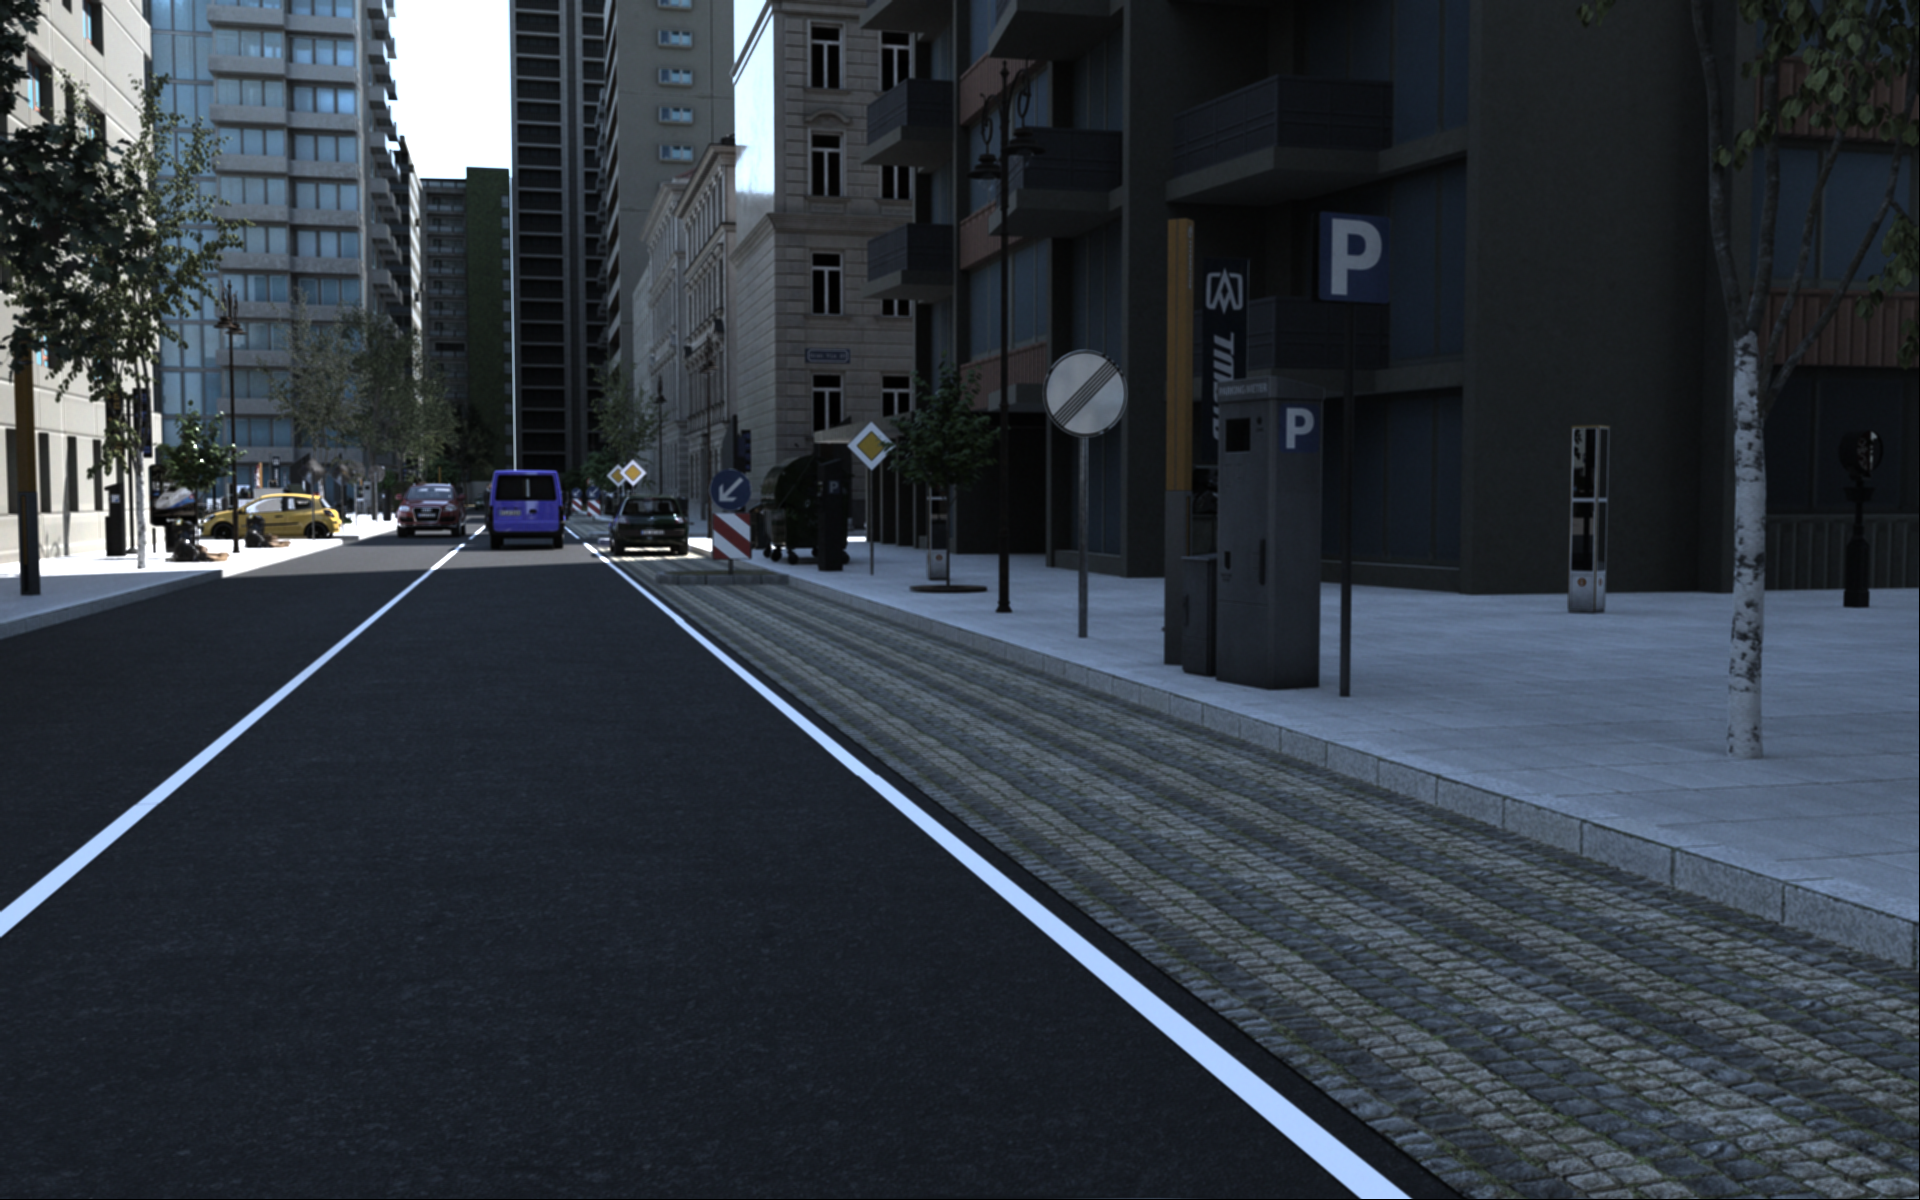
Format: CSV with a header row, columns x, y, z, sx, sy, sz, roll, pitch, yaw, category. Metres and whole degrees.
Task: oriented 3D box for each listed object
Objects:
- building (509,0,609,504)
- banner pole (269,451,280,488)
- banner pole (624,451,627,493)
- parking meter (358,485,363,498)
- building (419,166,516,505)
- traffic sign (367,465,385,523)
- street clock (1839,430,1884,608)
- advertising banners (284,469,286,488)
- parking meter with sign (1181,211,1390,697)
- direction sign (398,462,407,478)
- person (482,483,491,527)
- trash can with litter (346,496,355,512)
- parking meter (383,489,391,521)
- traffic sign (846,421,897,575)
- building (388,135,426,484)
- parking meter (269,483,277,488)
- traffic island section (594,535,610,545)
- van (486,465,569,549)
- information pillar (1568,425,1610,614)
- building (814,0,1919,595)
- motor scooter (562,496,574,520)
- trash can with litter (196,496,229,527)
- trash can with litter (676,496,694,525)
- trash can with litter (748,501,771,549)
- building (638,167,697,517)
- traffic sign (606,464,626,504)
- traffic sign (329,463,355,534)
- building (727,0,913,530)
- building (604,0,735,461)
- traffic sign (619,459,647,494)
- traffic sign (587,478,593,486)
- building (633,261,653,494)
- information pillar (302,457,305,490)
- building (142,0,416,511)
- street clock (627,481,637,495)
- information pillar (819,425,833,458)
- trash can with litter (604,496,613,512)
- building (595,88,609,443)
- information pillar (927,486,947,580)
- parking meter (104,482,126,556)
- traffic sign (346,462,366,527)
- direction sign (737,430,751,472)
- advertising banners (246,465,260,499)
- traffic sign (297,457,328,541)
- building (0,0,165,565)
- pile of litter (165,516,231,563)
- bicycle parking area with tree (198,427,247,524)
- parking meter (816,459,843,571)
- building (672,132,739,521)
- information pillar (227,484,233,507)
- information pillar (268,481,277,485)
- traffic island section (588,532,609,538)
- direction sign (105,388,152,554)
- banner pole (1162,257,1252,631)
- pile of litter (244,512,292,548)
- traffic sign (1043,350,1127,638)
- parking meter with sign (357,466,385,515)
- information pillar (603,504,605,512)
x,y,z,sx,sy,sz,roll,pitch,yaw,category
-47.201,-48.048,223.833,20.611,71.187,20.563,-1,4,-14,building
-40.272,-6.831,101.701,0.401,3.779,0.863,3,4,37,banner pole
-19.485,-6.785,100.944,0.401,3.779,0.863,-2,4,-25,banner pole
-39.286,-6.595,113.541,0.255,1.863,0.399,0,4,-5,parking meter
-63.373,-32.681,217.928,14.086,41.232,14.154,-1,4,-14,building
-25.438,-4.612,75.516,0.768,2.556,0.104,0,4,-4,traffic sign
10.172,-0.919,19.597,0.471,2.002,0.358,-2,4,-27,street clock
-47.511,-7.711,122.268,0.090,3.025,2.074,-2,4,-30,advertising banners
2.090,-0.941,11.638,0.543,3.016,1.738,-2,4,-25,parking meter with sign
-39.933,-8.079,124.087,0.876,3.537,0.379,2,4,34,direction sign
-20.264,-4.079,74.558,0.474,1.900,0.648,0,4,5,person
-42.649,-6.746,121.687,1.055,1.170,0.624,-1,4,-22,trash can with litter
-27.088,-4.493,81.869,0.372,1.533,0.369,0,3,0,parking meter
-1.397,-1.600,27.340,0.795,2.450,0.064,-1,4,-9,traffic sign
-68.252,-29.818,179.403,23.993,40.220,32.217,-1,4,-14,building
-36.491,-5.279,92.023,0.399,1.863,0.255,2,4,32,parking meter
-9.334,-1.675,49.668,2.009,0.180,2.903,-1,4,-14,traffic island section
-11.741,-2.605,46.976,2.240,2.365,5.245,-1,4,-13,van
6.782,-0.868,18.689,0.304,2.012,0.304,3,5,41,information pillar
9.849,-23.294,35.475,22.147,44.769,28.867,-1,4,-14,building
-21.560,-5.021,94.878,0.815,1.314,1.986,-1,4,-13,motor scooter
-29.885,-3.452,67.495,1.678,1.210,2.233,2,4,30,trash can with litter
-12.056,-3.765,72.615,2.233,1.210,1.678,-2,4,-31,trash can with litter
-4.883,-1.774,40.400,1.055,1.170,0.624,1,4,15,trash can with litter
-13.007,-16.479,105.587,11.583,22.565,21.152,-1,4,-14,building
-11.303,-3.284,57.330,0.795,2.450,0.064,-1,4,-14,traffic sign
-19.692,-3.156,55.249,0.795,2.450,0.064,-1,4,-14,traffic sign
3.773,-16.645,69.404,25.104,27.353,12.463,-1,4,-14,building
-19.369,-32.222,150.536,21.300,48.544,21.600,-1,4,-14,building
-9.355,-2.810,49.585,0.795,2.450,0.064,-1,4,-14,traffic sign
-27.012,-7.774,127.204,0.768,2.556,0.104,0,4,-6,traffic sign
-17.608,-16.481,124.224,10.420,20.320,16.860,-1,4,-14,building
-41.010,-7.150,108.260,0.183,3.616,0.504,-2,4,-27,information pillar
-56.855,-31.729,138.378,23.786,49.044,30.456,-1,4,-14,building
-15.658,-4.779,82.706,0.471,2.002,0.358,-1,4,-14,street clock
-4.488,-4.100,58.391,0.504,3.616,0.183,-1,4,-22,information pillar
-21.467,-5.825,106.624,0.624,1.170,1.055,-3,5,-43,trash can with litter
-28.074,-34.865,189.643,23.786,49.044,30.456,-1,4,-14,building
-0.330,-1.304,25.811,0.304,2.012,0.304,-1,4,-9,information pillar
-17.444,-1.673,35.764,0.372,1.533,0.369,0,3,0,parking meter
-23.703,-4.149,67.939,0.768,2.556,0.104,-1,4,-14,traffic sign
-7.783,-4.225,61.077,0.876,3.537,0.379,-2,4,-30,direction sign
-41.600,-6.471,101.989,0.090,3.025,2.074,0,4,-1,advertising banners
-17.744,-2.683,47.504,0.795,2.450,0.064,-1,4,-14,traffic sign
-31.642,-11.201,28.172,28.899,21.520,27.650,-1,4,-14,building
-14.609,-1.175,33.171,1.176,0.858,1.719,-1,4,-20,pile of litter
-34.184,-5.258,72.967,8.231,4.147,9.016,1,4,10,bicycle parking area with tree
-2.175,-1.416,28.858,0.399,1.863,0.255,-2,4,-33,parking meter
-7.953,-13.487,85.140,10.561,19.102,19.286,-1,4,-14,building
-51.493,-7.198,122.173,0.304,2.012,0.304,2,4,35,information pillar
-37.614,-5.524,94.807,0.304,2.012,0.304,1,4,19,information pillar
-11.282,-2.149,57.413,2.009,0.180,2.903,-1,4,-14,traffic island section
-17.744,-2.755,37.036,0.876,3.537,0.379,-1,4,-20,direction sign
2.315,-1.600,16.177,0.863,3.779,0.401,-1,4,-14,banner pole
-16.706,-1.698,41.731,1.176,0.858,1.719,0,4,-8,pile of litter
1.100,-0.936,15.414,0.768,2.556,0.104,-1,4,-10,traffic sign
-36.721,-6.820,107.767,1.738,3.016,0.543,0,4,5,parking meter with sign
-25.898,-7.472,126.660,0.304,2.012,0.304,-3,4,-37,information pillar
